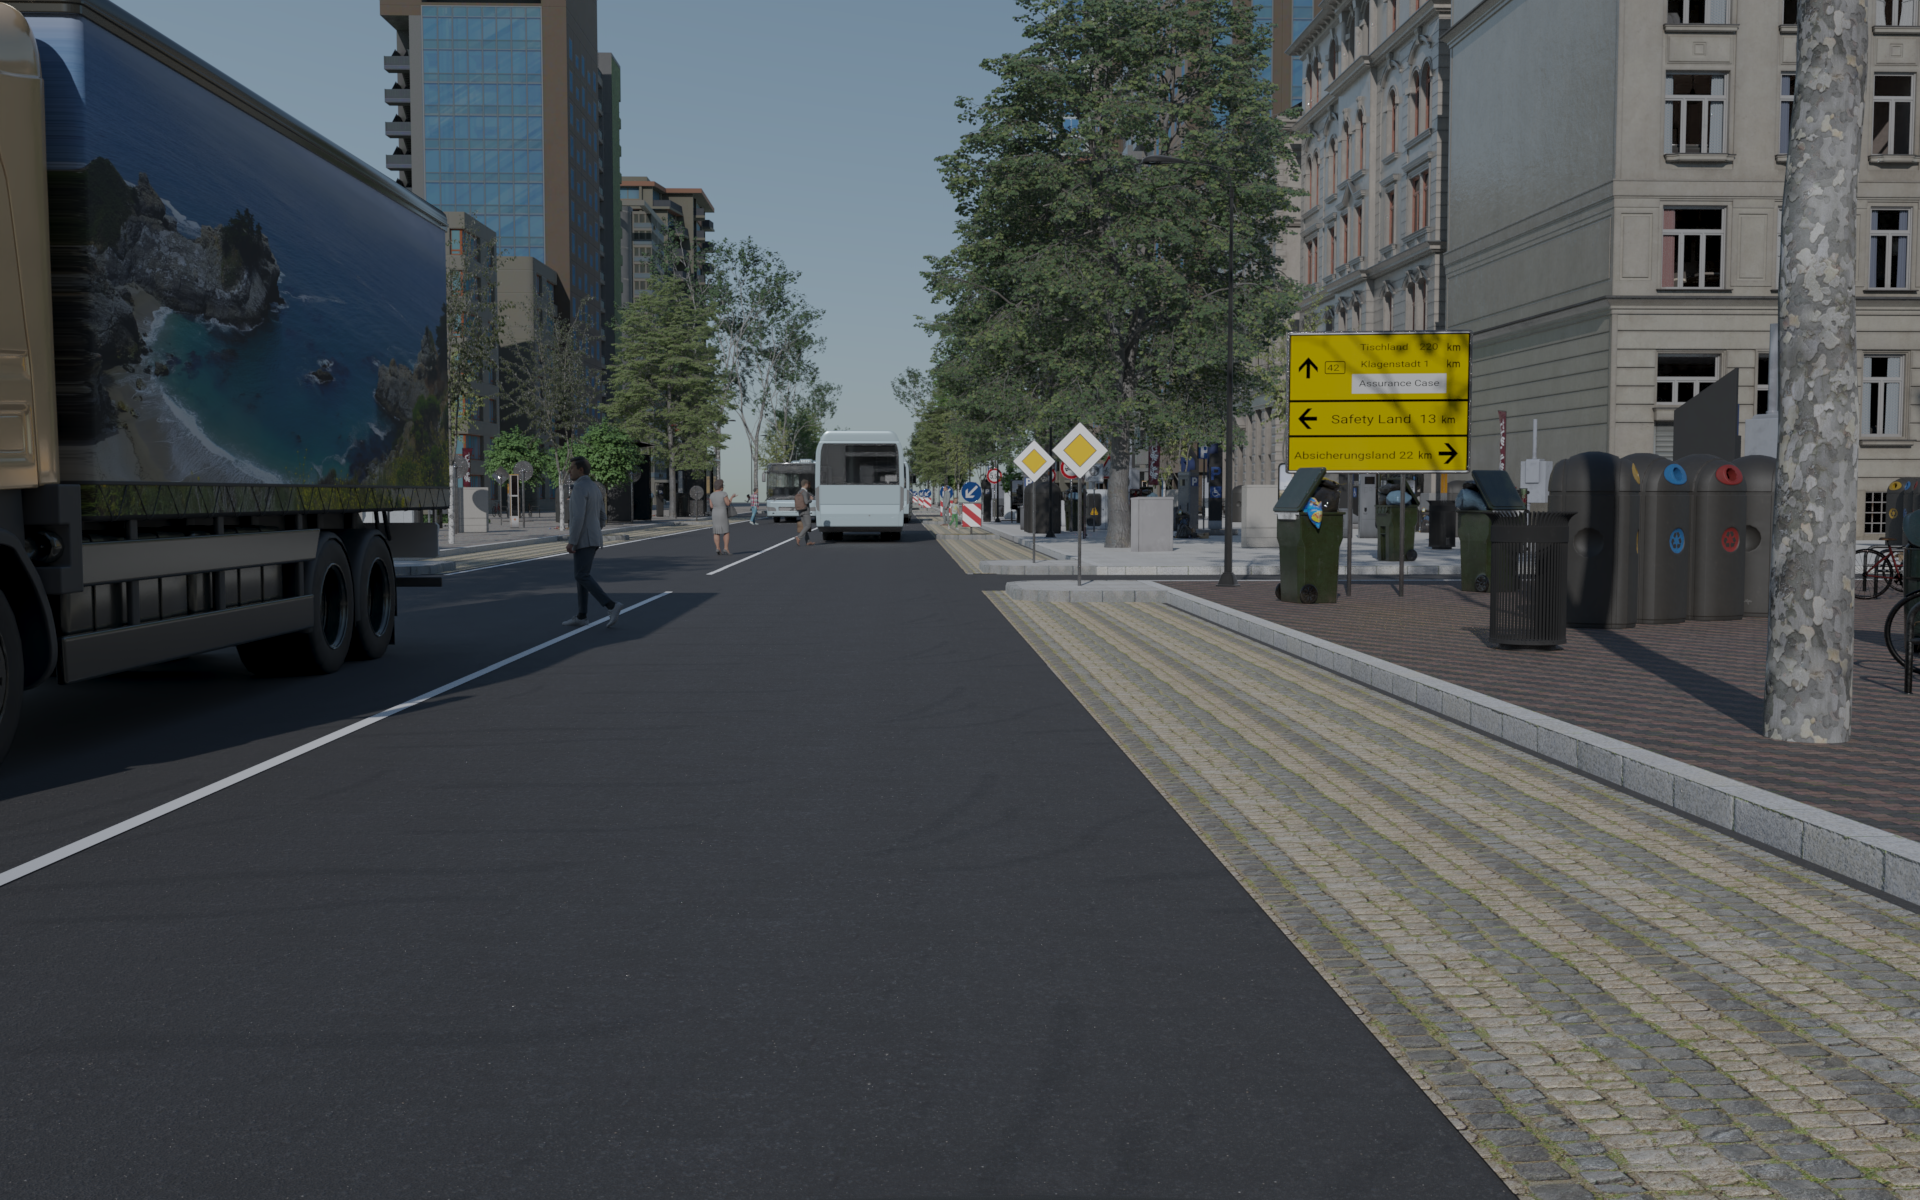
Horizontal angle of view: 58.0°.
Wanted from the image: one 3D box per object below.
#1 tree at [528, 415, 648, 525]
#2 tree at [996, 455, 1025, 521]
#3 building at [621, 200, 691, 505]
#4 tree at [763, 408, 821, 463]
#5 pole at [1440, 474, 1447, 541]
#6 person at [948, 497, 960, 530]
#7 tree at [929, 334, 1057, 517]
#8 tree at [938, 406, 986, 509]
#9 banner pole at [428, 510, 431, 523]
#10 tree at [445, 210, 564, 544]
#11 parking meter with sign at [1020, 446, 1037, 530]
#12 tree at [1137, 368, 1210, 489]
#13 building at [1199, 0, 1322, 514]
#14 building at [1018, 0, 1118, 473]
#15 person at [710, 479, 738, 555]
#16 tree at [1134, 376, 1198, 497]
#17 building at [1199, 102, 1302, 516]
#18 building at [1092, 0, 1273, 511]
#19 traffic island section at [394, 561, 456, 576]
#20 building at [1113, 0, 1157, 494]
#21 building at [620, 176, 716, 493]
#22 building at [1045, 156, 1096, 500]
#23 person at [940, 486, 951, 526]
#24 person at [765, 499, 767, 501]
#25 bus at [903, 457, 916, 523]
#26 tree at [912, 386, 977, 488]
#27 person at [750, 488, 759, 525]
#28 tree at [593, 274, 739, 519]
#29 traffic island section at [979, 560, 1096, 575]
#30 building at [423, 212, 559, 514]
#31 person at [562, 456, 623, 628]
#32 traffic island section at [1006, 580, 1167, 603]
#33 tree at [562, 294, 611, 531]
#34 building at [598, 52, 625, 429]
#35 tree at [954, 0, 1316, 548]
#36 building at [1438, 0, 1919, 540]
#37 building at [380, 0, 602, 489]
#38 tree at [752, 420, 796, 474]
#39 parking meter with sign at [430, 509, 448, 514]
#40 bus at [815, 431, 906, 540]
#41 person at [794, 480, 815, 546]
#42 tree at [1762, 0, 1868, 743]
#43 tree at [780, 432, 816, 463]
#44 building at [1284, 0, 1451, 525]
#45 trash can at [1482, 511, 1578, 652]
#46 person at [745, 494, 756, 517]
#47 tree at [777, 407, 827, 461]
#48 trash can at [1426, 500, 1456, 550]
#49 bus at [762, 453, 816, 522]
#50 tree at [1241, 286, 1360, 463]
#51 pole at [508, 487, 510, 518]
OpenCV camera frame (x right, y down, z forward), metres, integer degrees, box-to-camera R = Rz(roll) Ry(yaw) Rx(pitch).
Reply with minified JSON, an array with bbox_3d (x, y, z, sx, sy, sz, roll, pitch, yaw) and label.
[{"bbox_3d":[-14.598,-5.376,71.615,4.285,4.588,4.351,0,3,0],"label":"tree"},{"bbox_3d":[2.440,-5.385,82.653,1.663,3.219,1.824,0,3,0],"label":"tree"},{"bbox_3d":[-49.678,-31.969,214.575,32.217,40.220,23.993,0,4,-2],"label":"building"},{"bbox_3d":[-20.122,-17.240,207.636,9.928,11.665,9.643,0,3,0],"label":"tree"},{"bbox_3d":[12.089,-3.022,43.258,0.158,3.312,0.155,0,3,0],"label":"pole"},{"bbox_3d":[-0.242,-3.478,69.606,0.306,1.304,0.590,-3,5,-44],"label":"person"},{"bbox_3d":[1.856,-10.485,97.181,9.928,11.665,9.643,0,3,0],"label":"tree"},{"bbox_3d":[0.057,-11.421,137.099,4.737,8.622,4.395,0,3,0],"label":"tree"},{"bbox_3d":[-17.056,-3.997,55.368,0.401,3.779,0.863,-2,4,-32],"label":"banner pole"},{"bbox_3d":[-13.344,-5.760,44.541,4.360,8.622,3.978,0,3,0],"label":"tree"},{"bbox_3d":[2.512,-4.053,62.524,0.543,3.016,1.738,1,4,11],"label":"parking meter with sign"},{"bbox_3d":[10.066,-7.843,78.599,4.737,8.622,4.395,0,3,0],"label":"tree"},{"bbox_3d":[21.115,-28.614,117.952,14.600,45.320,14.200,0,4,-2],"label":"building"},{"bbox_3d":[20.703,-57.319,249.828,22.319,86.520,31.000,0,4,-2],"label":"building"},{"bbox_3d":[-5.498,-1.944,40.641,0.716,1.782,0.532,2,4,27],"label":"person"},{"bbox_3d":[12.304,-9.284,102.161,4.360,8.622,3.978,0,3,0],"label":"tree"},{"bbox_3d":[20.642,-16.469,98.147,11.050,23.489,19.941,0,4,-2],"label":"building"},{"bbox_3d":[20.115,-31.342,162.555,14.600,45.320,14.200,0,4,-2],"label":"building"},{"bbox_3d":[-10.489,-0.581,31.775,2.009,0.180,2.903,0,4,-2],"label":"traffic island section"},{"bbox_3d":[24.371,-31.844,140.259,23.786,49.044,30.456,0,4,-2],"label":"building"},{"bbox_3d":[-45.877,-35.868,241.060,22.147,44.769,28.867,0,4,-2],"label":"building"},{"bbox_3d":[21.623,-34.655,221.238,22.147,44.769,28.867,0,4,-2],"label":"building"},{"bbox_3d":[-0.618,-4.251,78.099,0.391,1.810,0.635,-1,4,-22],"label":"person"},{"bbox_3d":[-11.770,-6.137,109.666,1.217,1.723,0.721,-1,4,-14],"label":"person"},{"bbox_3d":[-3.790,-5.762,89.073,2.948,3.499,13.247,0,4,-1],"label":"bus"},{"bbox_3d":[-0.963,-15.174,166.219,7.486,12.596,7.792,0,3,0],"label":"tree"},{"bbox_3d":[-9.670,-4.402,81.310,0.643,1.720,0.563,-2,4,-34],"label":"person"},{"bbox_3d":[-15.312,-10.527,90.243,7.486,12.596,7.792,0,3,0],"label":"tree"},{"bbox_3d":[1.395,-0.607,32.207,2.009,0.180,2.903,0,4,-2],"label":"traffic island section"},{"bbox_3d":[-44.634,-16.829,120.198,27.650,21.520,28.899,0,4,-2],"label":"building"},{"bbox_3d":[-3.974,-0.635,18.722,0.795,1.843,0.661,1,4,13],"label":"person"},{"bbox_3d":[1.689,-0.119,24.227,2.009,0.180,2.903,0,4,-2],"label":"traffic island section"},{"bbox_3d":[-14.020,-6.724,60.292,4.360,8.622,3.978,0,3,0],"label":"tree"},{"bbox_3d":[-38.394,-28.864,155.524,14.154,41.232,14.086,0,4,-2],"label":"building"},{"bbox_3d":[3.903,-8.227,41.165,9.857,13.997,8.962,0,3,0],"label":"tree"},{"bbox_3d":[31.766,-13.547,54.778,30.059,22.955,16.112,0,4,-2],"label":"building"},{"bbox_3d":[-37.525,-30.042,141.305,14.600,45.320,14.200,0,4,-2],"label":"building"},{"bbox_3d":[-18.075,-13.292,167.694,4.737,8.622,4.395,0,3,0],"label":"tree"},{"bbox_3d":[-24.496,-5.184,81.017,0.543,3.016,1.738,-3,5,-40],"label":"parking meter with sign"},{"bbox_3d":[-3.180,-3.786,56.757,2.948,3.499,13.247,0,4,-2],"label":"bus"},{"bbox_3d":[-4.332,-2.414,47.935,0.822,1.834,0.622,-3,5,-42],"label":"person"},{"bbox_3d":[5.688,-9.385,9.334,12.611,20.169,13.585,0,3,0],"label":"tree"},{"bbox_3d":[-19.050,-15.358,201.471,4.360,8.622,3.978,0,3,0],"label":"tree"},{"bbox_3d":[23.643,-17.675,76.379,14.401,28.519,23.554,0,4,-2],"label":"building"},{"bbox_3d":[4.685,-0.160,14.272,0.748,1.137,0.748,0,3,0],"label":"trash can"},{"bbox_3d":[-13.062,-5.907,108.269,0.628,1.438,0.799,1,4,10],"label":"person"},{"bbox_3d":[-20.095,-18.756,224.791,7.486,12.596,7.792,0,3,0],"label":"tree"},{"bbox_3d":[11.166,-1.739,40.094,0.748,1.137,0.748,0,3,0],"label":"trash can"},{"bbox_3d":[-8.278,-5.868,90.798,2.948,3.499,13.247,0,4,0],"label":"bus"},{"bbox_3d":[11.761,-6.738,60.527,4.737,8.622,4.395,0,3,0],"label":"tree"},{"bbox_3d":[-24.165,-6.061,92.944,0.158,3.312,0.155,0,3,0],"label":"pole"}]
